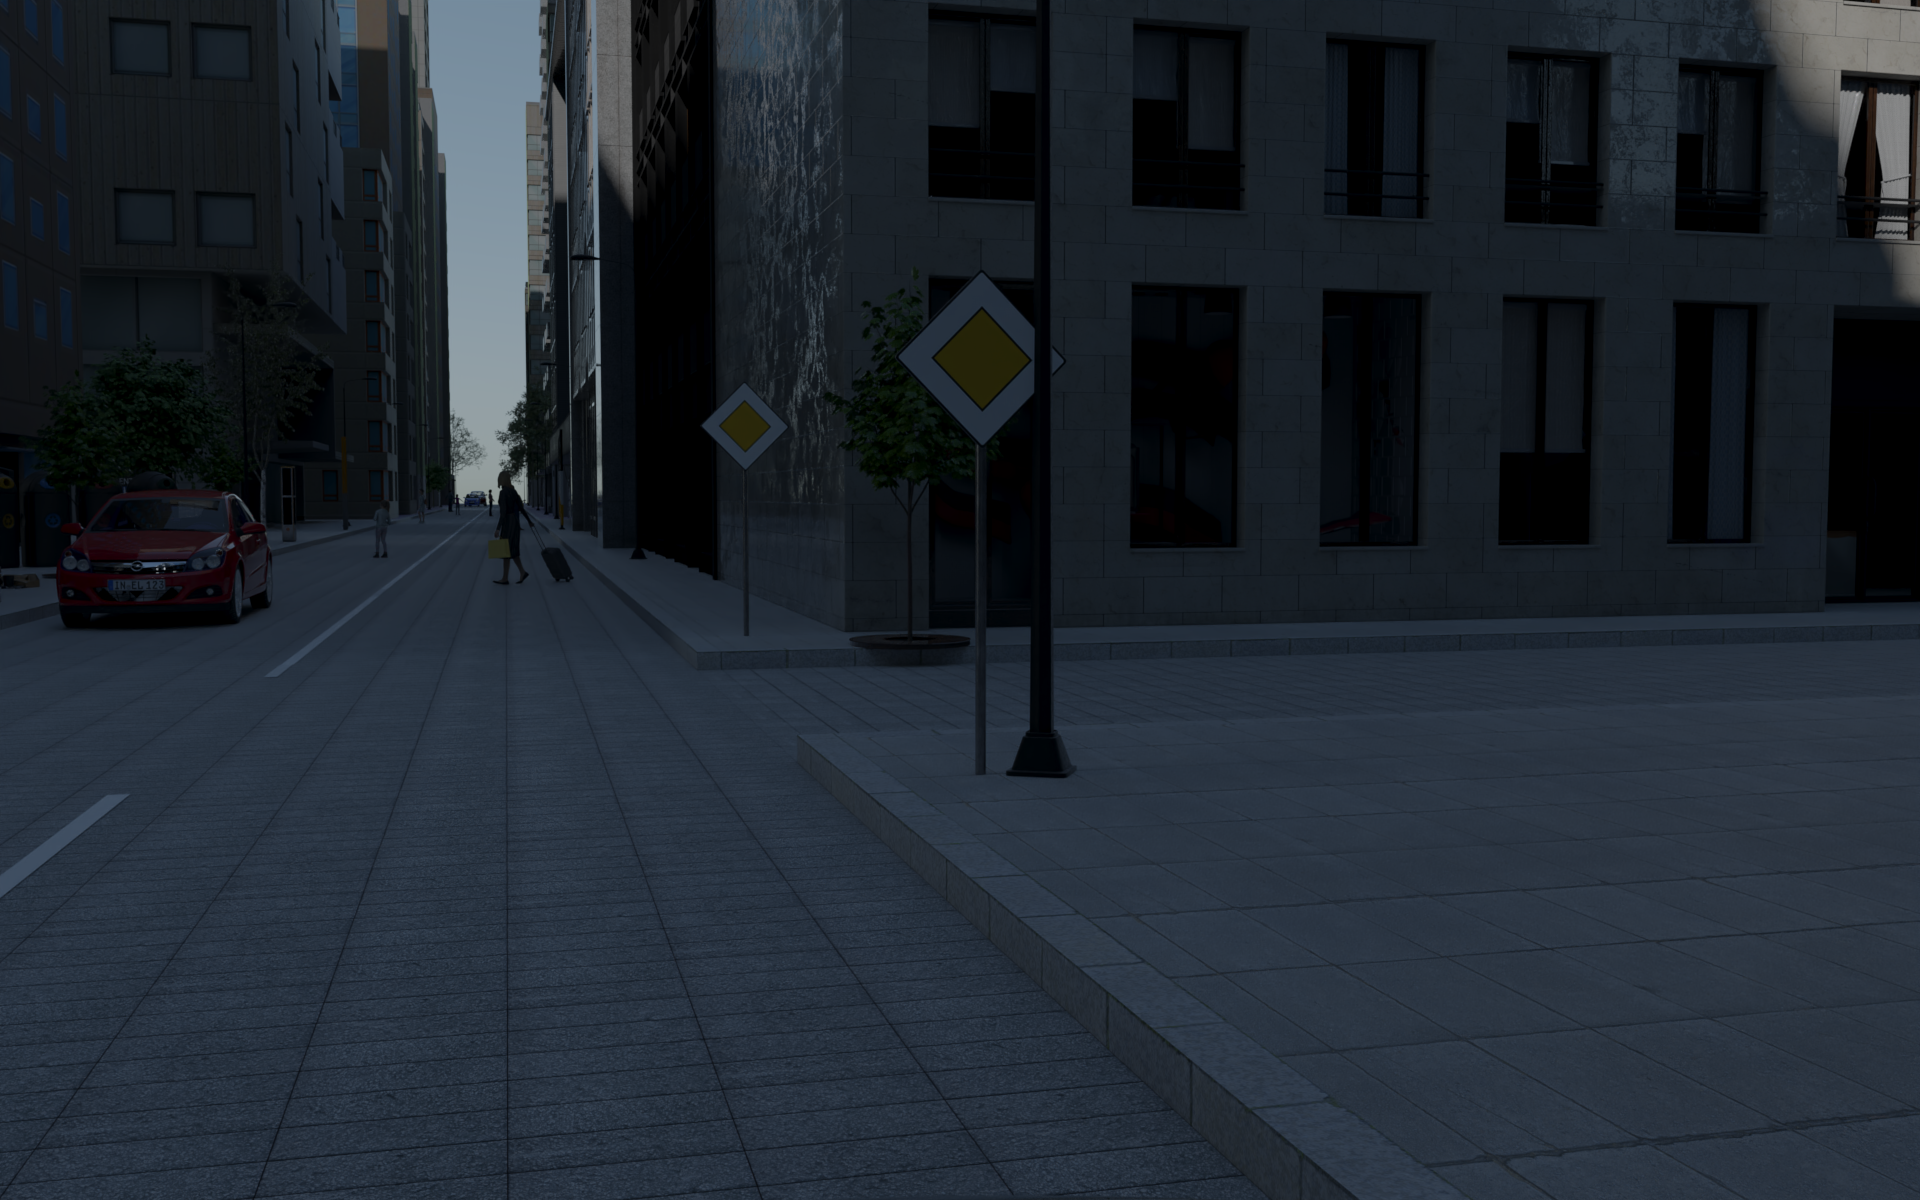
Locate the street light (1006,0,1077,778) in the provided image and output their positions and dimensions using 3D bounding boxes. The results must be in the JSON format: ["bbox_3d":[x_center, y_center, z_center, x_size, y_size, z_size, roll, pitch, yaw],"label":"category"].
[{"bbox_3d":[-0.149,-2.148,7.665,1.470,5.913,1.316,-1,4,-15],"label":"street light"}]

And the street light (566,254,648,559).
[{"bbox_3d":[-6.862,-3.748,33.820,1.470,5.913,1.316,-1,4,-15],"label":"street light"}]

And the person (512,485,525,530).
[{"bbox_3d":[-17.647,-3.660,68.518,0.721,1.800,0.419,0,4,8],"label":"person"}]

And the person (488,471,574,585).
[{"bbox_3d":[-6.893,-1.163,27.731,1.509,1.804,0.699,-3,5,-42],"label":"person"}]

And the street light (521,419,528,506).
[{"bbox_3d":[-26.234,-8.245,107.348,1.470,5.913,1.316,-1,4,-15],"label":"street light"}]

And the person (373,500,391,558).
[{"bbox_3d":[-13.033,-1.601,38.955,0.394,1.301,0.425,2,4,25],"label":"person"}]

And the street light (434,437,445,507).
[{"bbox_3d":[-42.887,-10.342,141.638,1.470,5.913,1.316,-1,4,-15],"label":"street light"}]

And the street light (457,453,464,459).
[{"bbox_3d":[-57.060,-13.621,195.237,1.470,5.913,1.316,-1,4,-15],"label":"street light"}]

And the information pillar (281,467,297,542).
[{"bbox_3d":[-18.021,-2.569,46.493,0.304,2.012,0.304,0,4,-7],"label":"information pillar"}]

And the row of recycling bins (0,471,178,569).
[{"bbox_3d":[-15.817,-1.452,30.845,3.534,1.692,1.069,-3,5,-44],"label":"row of recycling bins"}]

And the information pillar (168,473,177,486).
[{"bbox_3d":[-25.422,-3.138,55.793,0.304,2.012,0.304,-1,4,-8],"label":"information pillar"}]

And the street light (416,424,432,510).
[{"bbox_3d":[-35.936,-8.700,114.786,1.470,5.913,1.316,-1,4,-15],"label":"street light"}]

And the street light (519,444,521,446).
[{"bbox_3d":[-33.368,-9.909,134.549,1.470,5.913,1.316,-1,4,-15],"label":"street light"}]

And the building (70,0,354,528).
[{"bbox_3d":[-38.587,-29.113,65.241,28.713,52.752,27.495,-1,4,-15],"label":"building"}]

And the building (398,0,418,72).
[{"bbox_3d":[-53.303,-28.334,146.861,14.154,41.232,14.086,-1,4,-15],"label":"building"}]

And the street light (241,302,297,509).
[{"bbox_3d":[-16.760,-4.248,41.997,1.470,5.913,1.316,-1,4,-15],"label":"street light"}]

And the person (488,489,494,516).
[{"bbox_3d":[-30.129,-6.255,111.474,0.721,1.736,1.217,0,4,-3],"label":"person"}]

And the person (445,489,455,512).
[{"bbox_3d":[-40.911,-7.983,139.106,1.350,1.814,0.705,2,4,32],"label":"person"}]

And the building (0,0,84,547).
[{"bbox_3d":[-29.117,-23.735,38.178,14.600,45.320,14.200,-1,4,-15],"label":"building"}]

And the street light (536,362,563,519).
[{"bbox_3d":[-14.086,-5.423,61.211,1.470,5.913,1.316,-1,4,-15],"label":"street light"}]

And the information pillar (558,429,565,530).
[{"bbox_3d":[-14.433,-4.359,62.631,0.183,3.616,0.504,-1,4,-23],"label":"information pillar"}]

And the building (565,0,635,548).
[{"bbox_3d":[-5.124,-14.261,51.190,12.078,24.808,19.932,-1,4,-15],"label":"building"}]

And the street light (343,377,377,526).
[{"bbox_3d":[-23.870,-5.891,68.860,1.470,5.913,1.316,-1,4,-15],"label":"street light"}]

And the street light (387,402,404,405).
[{"bbox_3d":[-28.870,-7.048,87.780,1.470,5.913,1.316,-1,4,-15],"label":"street light"}]

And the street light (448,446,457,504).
[{"bbox_3d":[-49.948,-11.977,168.364,1.470,5.913,1.316,-1,4,-15],"label":"street light"}]

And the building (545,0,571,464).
[{"bbox_3d":[-10.360,-15.691,75.615,14.314,24.678,30.058,-1,4,-15],"label":"building"}]

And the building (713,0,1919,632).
[{"bbox_3d":[5.755,-10.265,22.582,16.860,20.320,10.420,-1,4,-15],"label":"building"}]

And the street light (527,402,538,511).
[{"bbox_3d":[-21.094,-7.065,88.049,1.470,5.913,1.316,-1,4,-15],"label":"street light"}]

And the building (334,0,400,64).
[{"bbox_3d":[-45.949,-28.676,118.969,14.600,45.320,14.200,-1,4,-15],"label":"building"}]

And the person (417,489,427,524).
[{"bbox_3d":[-26.249,-4.586,84.481,0.522,1.701,0.512,-1,4,-20],"label":"person"}]

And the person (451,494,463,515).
[{"bbox_3d":[-34.191,-6.499,117.977,0.991,1.433,0.599,-3,5,-43],"label":"person"}]

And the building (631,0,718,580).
[{"bbox_3d":[0.299,-12.509,34.199,12.332,23.373,15.834,-1,4,-15],"label":"building"}]
